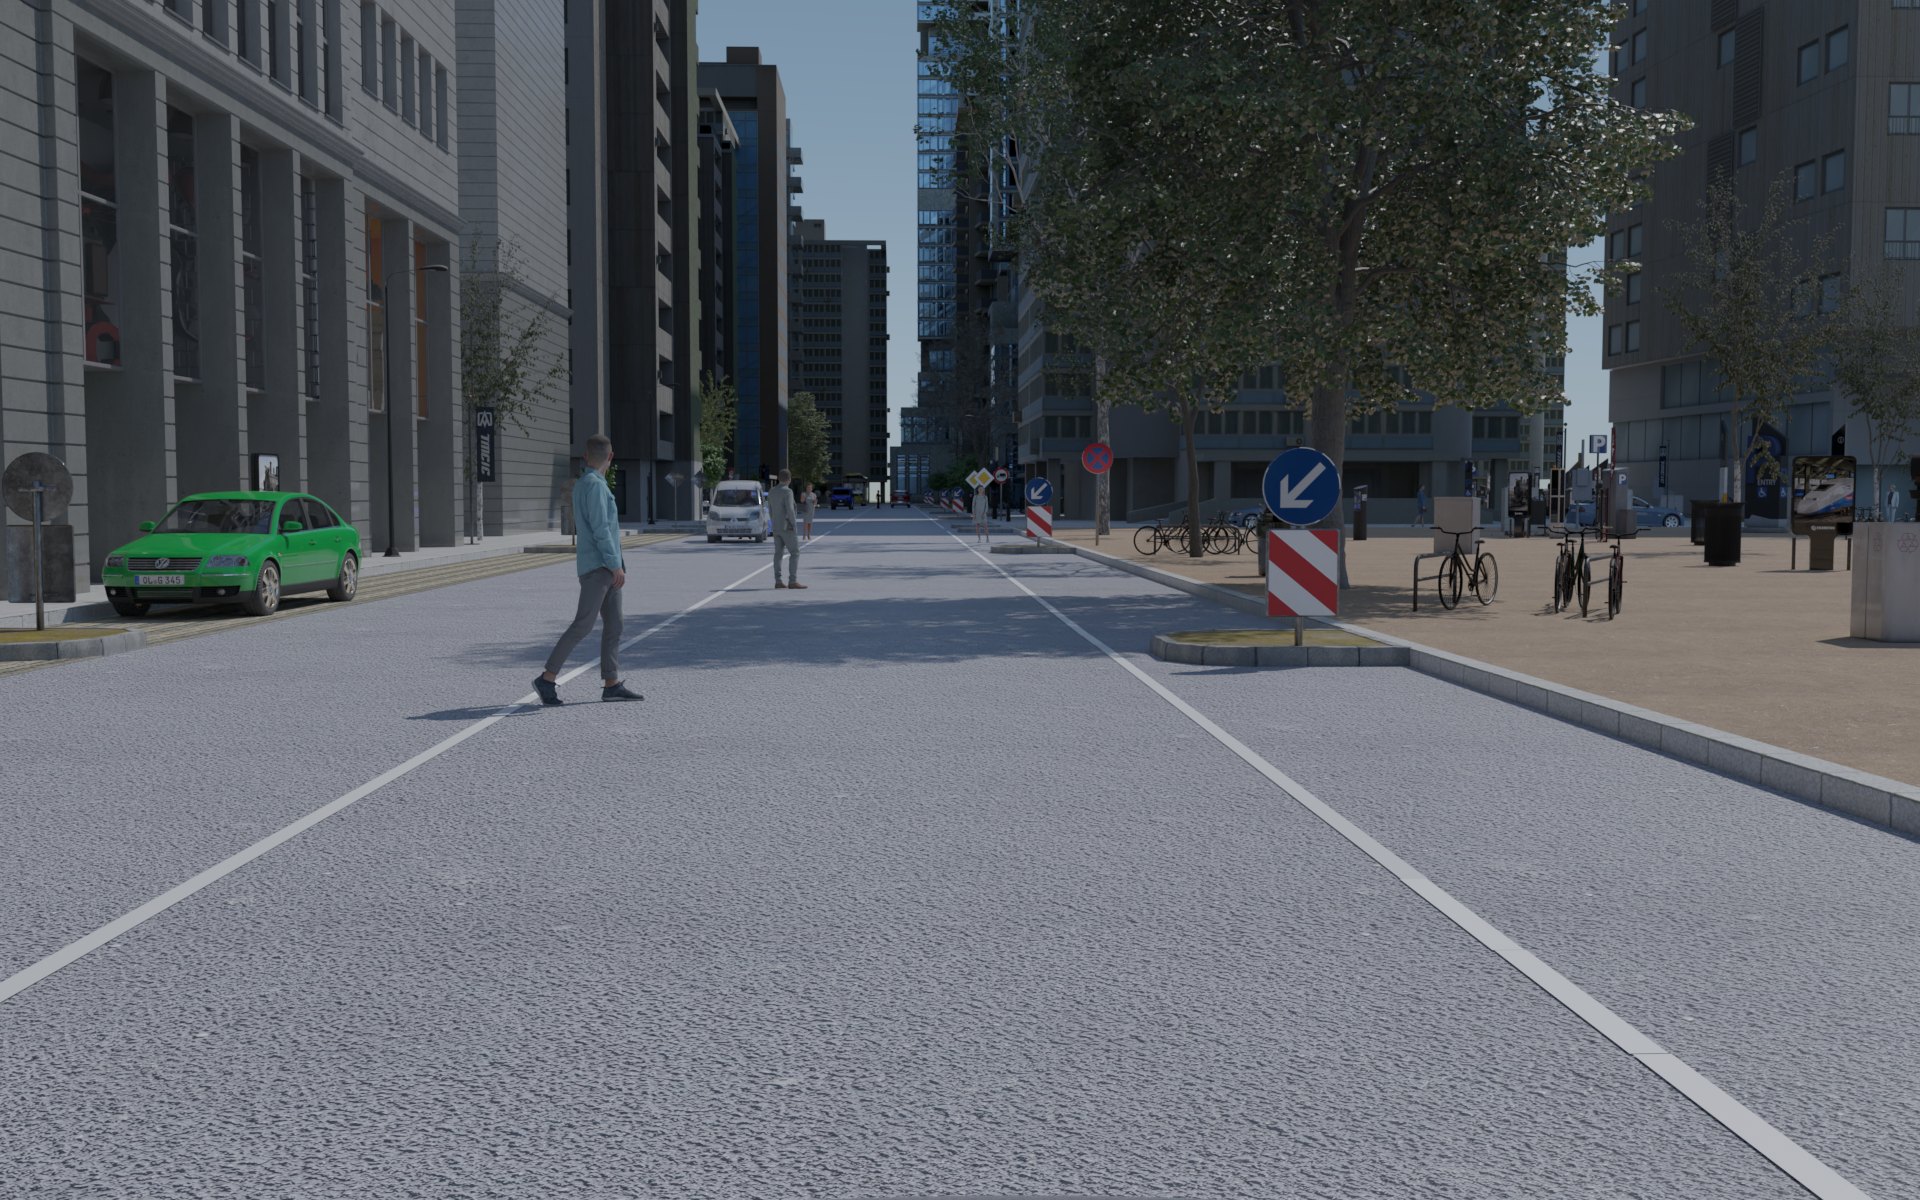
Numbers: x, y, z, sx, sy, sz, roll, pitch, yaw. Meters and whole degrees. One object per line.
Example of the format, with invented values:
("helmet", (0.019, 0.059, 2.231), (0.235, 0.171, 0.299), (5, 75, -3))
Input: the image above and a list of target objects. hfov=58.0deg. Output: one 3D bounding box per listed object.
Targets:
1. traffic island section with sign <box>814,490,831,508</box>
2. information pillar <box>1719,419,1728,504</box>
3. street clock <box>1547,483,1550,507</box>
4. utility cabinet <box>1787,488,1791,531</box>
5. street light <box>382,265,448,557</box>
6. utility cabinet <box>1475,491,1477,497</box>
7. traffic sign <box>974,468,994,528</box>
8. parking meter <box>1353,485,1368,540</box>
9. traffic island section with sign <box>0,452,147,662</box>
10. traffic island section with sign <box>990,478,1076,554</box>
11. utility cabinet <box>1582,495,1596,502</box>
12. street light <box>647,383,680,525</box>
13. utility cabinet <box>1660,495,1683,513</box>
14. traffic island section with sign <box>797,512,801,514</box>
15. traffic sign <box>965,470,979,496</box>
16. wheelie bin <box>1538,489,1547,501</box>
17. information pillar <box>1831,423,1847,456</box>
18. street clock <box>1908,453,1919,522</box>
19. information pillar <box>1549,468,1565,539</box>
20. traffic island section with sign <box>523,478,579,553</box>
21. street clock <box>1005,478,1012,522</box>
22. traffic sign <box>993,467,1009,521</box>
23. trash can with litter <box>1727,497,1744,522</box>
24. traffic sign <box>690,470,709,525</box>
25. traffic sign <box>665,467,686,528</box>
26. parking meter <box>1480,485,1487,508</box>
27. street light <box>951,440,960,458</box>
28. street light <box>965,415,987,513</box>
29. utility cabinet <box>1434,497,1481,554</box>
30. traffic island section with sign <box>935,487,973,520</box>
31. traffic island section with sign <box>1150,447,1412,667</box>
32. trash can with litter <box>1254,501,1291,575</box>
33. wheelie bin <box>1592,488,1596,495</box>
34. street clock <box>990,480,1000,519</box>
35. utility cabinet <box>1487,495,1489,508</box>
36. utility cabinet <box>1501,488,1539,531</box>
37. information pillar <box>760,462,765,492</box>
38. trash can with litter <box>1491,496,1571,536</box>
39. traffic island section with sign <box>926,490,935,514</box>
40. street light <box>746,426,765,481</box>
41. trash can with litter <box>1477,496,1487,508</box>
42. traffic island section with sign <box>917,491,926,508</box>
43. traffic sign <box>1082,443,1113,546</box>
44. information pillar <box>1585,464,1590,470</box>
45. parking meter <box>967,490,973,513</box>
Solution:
("traffic island section with sign", (-14.301, -10.146, 174.521), (1.989, 1.847, 2.006), (0, 4, -2))
("information pillar", (23.877, -3.842, 54.170), (0.183, 3.616, 0.504), (0, 4, 7))
("street clock", (38.935, -6.709, 114.262), (0.358, 2.002, 0.471), (3, 4, 39))
("utility cabinet", (28.225, -3.115, 59.613), (0.318, 1.500, 1.173), (-3, 4, -38))
("street light", (-11.086, -3.837, 35.275), (1.470, 5.913, 1.316), (0, 4, -2))
("utility cabinet", (39.424, -7.585, 132.689), (1.173, 1.500, 0.318), (3, 4, 36))
("traffic sign", (0.902, -3.763, 65.171), (0.795, 2.450, 0.064), (0, 4, -2))
("parking meter", (11.099, -2.422, 48.019), (0.372, 1.533, 0.369), (0, 3, 0))
("traffic island section with sign", (-8.551, -0.426, 15.592), (1.989, 1.847, 2.006), (0, 4, -2))
("traffic island section with sign", (1.756, -2.057, 42.258), (1.989, 1.847, 2.006), (0, 4, -2))
("utility cabinet", (31.619, -4.609, 86.511), (1.020, 1.237, 0.306), (2, 4, 34))
("street light", (-12.436, -6.128, 72.734), (1.470, 5.913, 1.316), (0, 4, -2))
("utility cabinet", (34.566, -4.462, 84.120), (1.020, 1.237, 0.306), (2, 4, 26))
("traffic island section with sign", (-12.520, -7.134, 125.271), (1.989, 1.847, 2.006), (0, 4, -2))
("traffic sign", (0.613, -4.251, 73.151), (0.795, 2.450, 0.064), (0, 4, -2))
("wheelie bin", (36.026, -6.102, 107.674), (0.693, 1.594, 0.980), (-1, 4, -18))
("information pillar", (29.102, -4.038, 57.380), (0.183, 3.616, 0.504), (-2, 4, -31))
("street clock", (17.033, -1.602, 30.767), (0.358, 2.002, 0.471), (3, 5, 40))
("information pillar", (17.164, -2.769, 49.763), (0.304, 2.012, 0.304), (-3, 5, -39))
("traffic island section with sign", (-9.529, -2.073, 42.529), (1.989, 1.847, 2.006), (0, 4, -2))
("street clock", (2.247, -4.632, 80.306), (0.358, 2.002, 0.471), (1, 4, 8))
("traffic sign", (1.972, -5.056, 82.776), (0.768, 2.556, 0.104), (0, 4, 3))
("trash can with litter", (35.737, -4.172, 79.602), (1.055, 1.170, 0.624), (2, 4, 28))
("traffic sign", (-10.925, -4.227, 72.756), (0.795, 2.450, 0.064), (0, 4, -2))
("traffic sign", (-10.636, -3.739, 64.776), (0.795, 2.450, 0.064), (0, 4, -2))
("parking meter", (34.077, -6.548, 112.778), (0.399, 1.863, 0.255), (3, 5, 43))
("street light", (-0.589, -10.729, 147.962), (1.470, 5.913, 1.316), (0, 4, -2))
("street light", (0.974, -7.925, 102.112), (1.470, 5.913, 1.316), (0, 4, -2))
("utility cabinet", (10.696, -1.597, 37.273), (0.306, 1.237, 1.020), (-2, 4, -35))
("traffic island section with sign", (-0.257, -5.467, 98.019), (1.989, 1.847, 2.006), (0, 4, -2))
("traffic island section with sign", (2.736, -0.409, 15.320), (1.989, 1.847, 2.006), (0, 4, -2))
("trash can with litter", (5.150, -0.964, 27.150), (1.055, 1.170, 0.624), (0, 4, 7))
("wheelie bin", (33.148, -5.101, 91.301), (0.980, 1.594, 0.693), (-1, 4, -12))
("street clock", (1.762, -5.103, 88.004), (0.471, 2.002, 0.358), (2, 4, 32))
("utility cabinet", (41.042, -7.510, 133.952), (1.020, 1.237, 0.306), (3, 4, 39))
("utility cabinet", (18.943, -3.055, 58.635), (1.173, 1.500, 0.318), (0, 4, -5))
("information pillar", (-14.563, -8.355, 127.959), (0.183, 3.616, 0.504), (2, 4, 28))
("trash can with litter", (17.441, -2.578, 53.203), (1.678, 1.210, 2.233), (-3, 5, -42))
("traffic island section with sign", (-1.245, -7.137, 125.323), (1.989, 1.847, 2.006), (0, 4, -2))
("street light", (-14.036, -8.932, 118.583), (1.470, 5.913, 1.316), (0, 4, -2))
("trash can with litter", (32.699, -5.956, 108.767), (0.624, 1.170, 1.055), (2, 4, 29))
("traffic island section with sign", (-3.089, -10.233, 175.943), (1.989, 1.847, 2.006), (0, 4, -2))
("traffic sign", (3.409, -2.622, 42.973), (0.768, 2.556, 0.104), (0, 4, 3))
("information pillar", (49.232, -8.857, 136.165), (0.504, 3.616, 0.183), (2, 4, 27))
("parking meter", (0.758, -7.564, 132.075), (0.372, 1.533, 0.369), (0, 3, 0))
